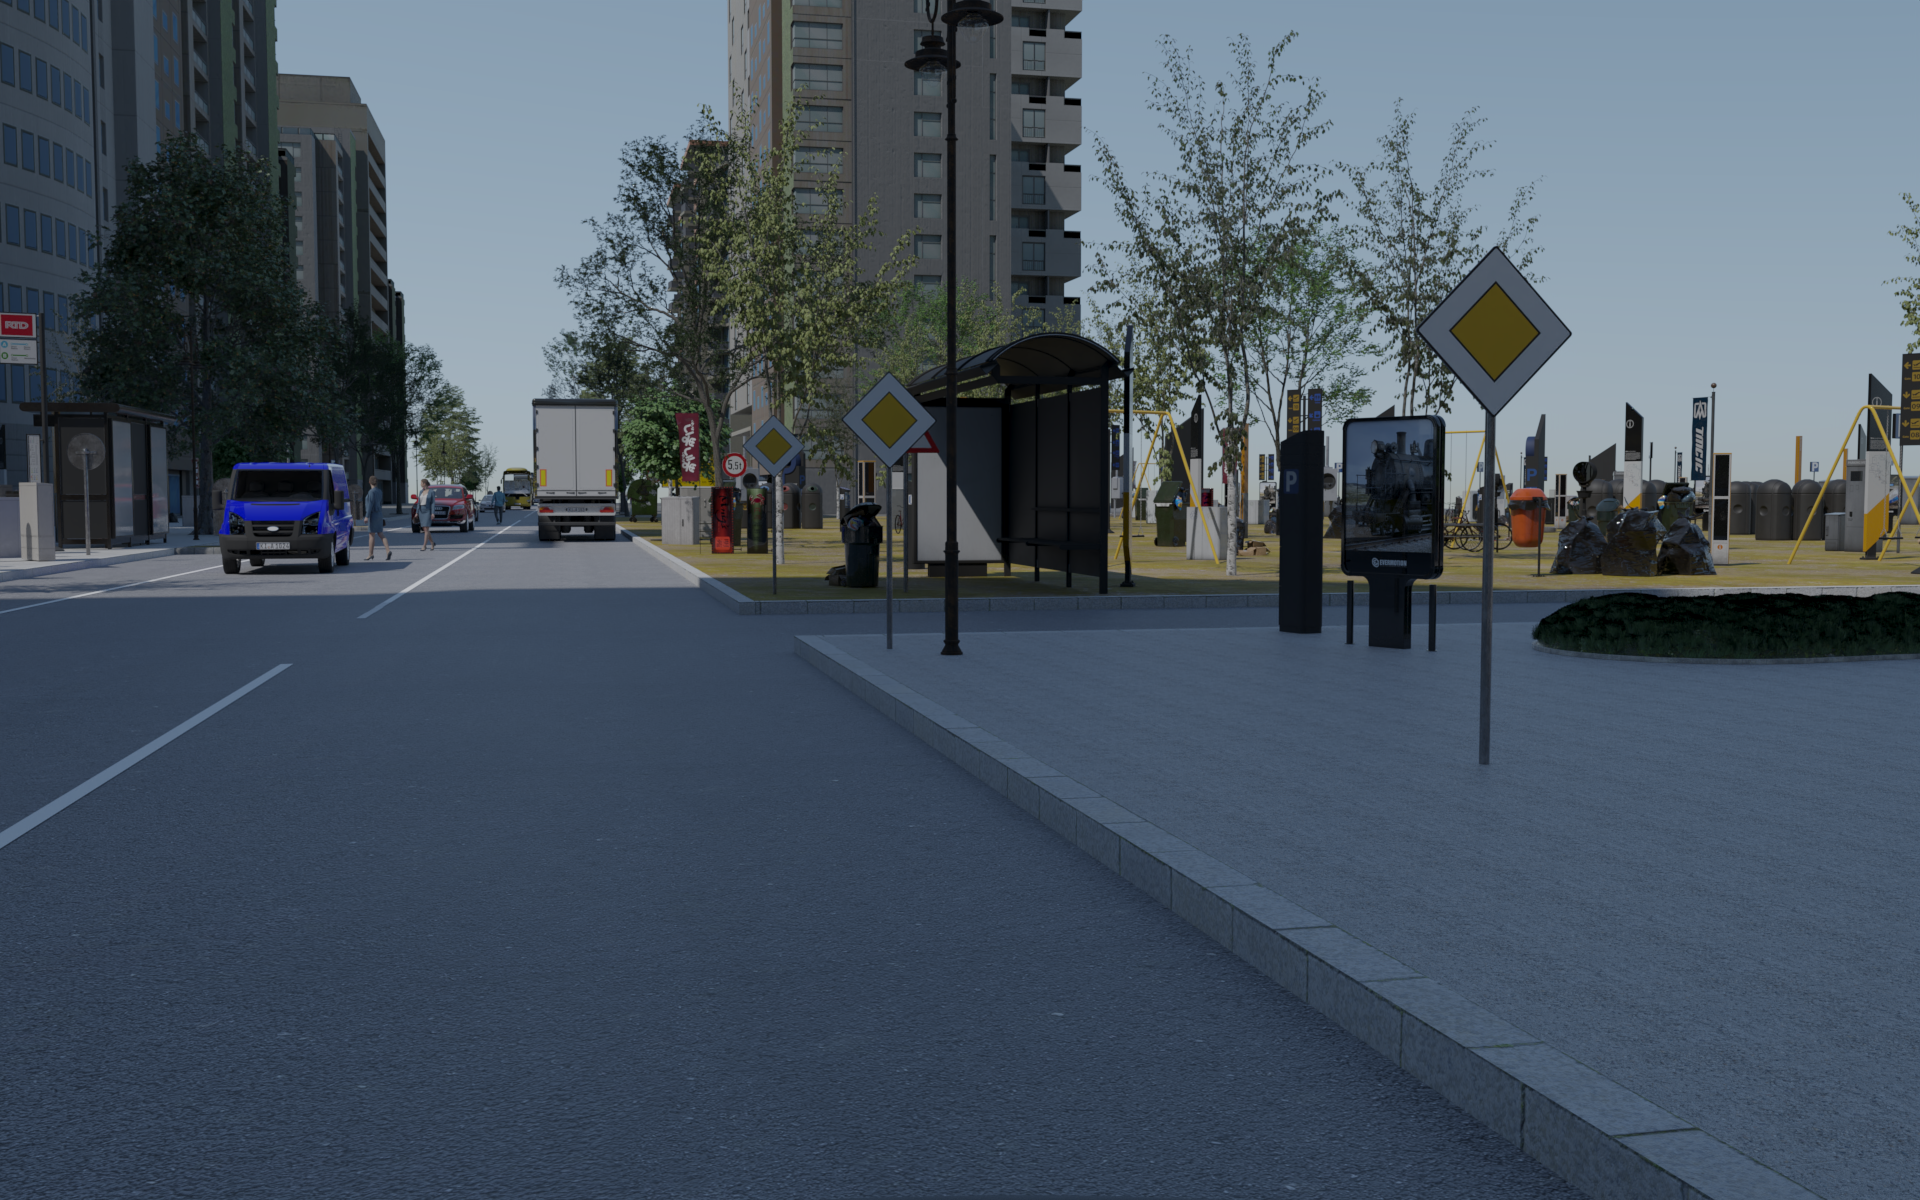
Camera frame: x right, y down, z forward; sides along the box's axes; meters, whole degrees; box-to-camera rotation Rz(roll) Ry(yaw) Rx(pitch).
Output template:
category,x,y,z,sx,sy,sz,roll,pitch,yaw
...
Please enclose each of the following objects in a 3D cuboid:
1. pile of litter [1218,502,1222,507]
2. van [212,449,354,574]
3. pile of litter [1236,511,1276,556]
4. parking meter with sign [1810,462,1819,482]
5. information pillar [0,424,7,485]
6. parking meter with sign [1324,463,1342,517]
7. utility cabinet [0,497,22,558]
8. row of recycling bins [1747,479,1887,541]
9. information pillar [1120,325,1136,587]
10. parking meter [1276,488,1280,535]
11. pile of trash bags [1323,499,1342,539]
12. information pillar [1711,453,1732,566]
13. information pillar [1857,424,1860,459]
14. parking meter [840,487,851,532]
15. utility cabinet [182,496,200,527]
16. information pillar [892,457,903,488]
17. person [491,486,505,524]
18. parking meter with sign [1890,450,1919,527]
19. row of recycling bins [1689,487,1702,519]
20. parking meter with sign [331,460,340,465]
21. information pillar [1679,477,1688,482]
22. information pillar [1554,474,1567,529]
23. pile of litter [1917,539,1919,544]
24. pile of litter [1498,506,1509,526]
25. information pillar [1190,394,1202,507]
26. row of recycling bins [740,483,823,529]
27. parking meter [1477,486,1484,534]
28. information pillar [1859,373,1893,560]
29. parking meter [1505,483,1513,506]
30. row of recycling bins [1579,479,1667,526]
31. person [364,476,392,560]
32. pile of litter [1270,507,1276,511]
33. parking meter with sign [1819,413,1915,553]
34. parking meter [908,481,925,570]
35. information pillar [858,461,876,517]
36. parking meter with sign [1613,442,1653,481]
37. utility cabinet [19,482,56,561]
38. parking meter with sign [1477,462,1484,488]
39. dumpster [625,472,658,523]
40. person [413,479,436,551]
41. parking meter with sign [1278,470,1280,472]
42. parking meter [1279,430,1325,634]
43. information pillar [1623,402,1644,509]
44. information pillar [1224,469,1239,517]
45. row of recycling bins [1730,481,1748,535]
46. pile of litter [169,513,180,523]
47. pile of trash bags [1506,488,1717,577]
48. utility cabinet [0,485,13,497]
category,x,y,z,sx,sy,sz,roll,pitch,yaw
pile of litter,14.273,-5.070,96.860,1.719,0.858,1.176,3,5,41
van,-12.762,-1.748,32.962,2.240,2.365,5.245,-1,4,-15
pile of litter,6.049,-1.379,36.512,1.176,0.858,1.719,3,5,44
parking meter with sign,46.310,-5.893,92.615,0.543,3.016,1.738,-1,4,-19
information pillar,-32.234,-4.095,58.311,0.504,3.616,0.183,3,4,38
parking meter with sign,20.710,-6.143,96.694,0.543,3.016,1.738,-1,4,-19
utility cabinet,-19.305,-1.435,34.624,0.306,1.237,1.020,2,4,34
row of recycling bins,23.840,-2.492,47.853,3.534,1.692,1.069,0,4,-2
information pillar,2.313,-1.987,23.836,0.183,3.616,0.504,1,4,11
parking meter,10.001,-2.772,53.734,0.372,1.533,0.369,0,3,0
pile of trash bags,11.806,-2.399,48.973,1.912,1.369,3.447,-1,4,-20
information pillar,13.603,-1.619,30.958,0.304,2.012,0.304,1,4,23
information pillar,30.108,-4.070,57.896,0.504,3.616,0.183,-3,5,-40
parking meter,-3.901,-3.082,58.794,0.372,1.533,0.369,0,3,0
utility cabinet,-30.290,-3.518,68.678,1.020,1.237,0.306,-2,4,-23
information pillar,-2.340,-4.555,65.822,0.504,3.616,0.183,-1,4,-10
person,-21.795,-4.483,81.808,0.660,1.820,0.620,-3,4,-37
parking meter with sign,39.675,-4.647,72.239,1.738,3.016,0.543,3,5,44
row of recycling bins,38.394,-5.028,89.317,3.534,1.692,1.069,-2,4,-25
parking meter with sign,-32.392,-5.643,88.523,1.738,3.016,0.543,3,5,40
information pillar,31.285,-4.309,74.951,0.304,2.012,0.304,3,4,36
information pillar,21.848,-3.578,62.991,0.304,2.012,0.304,-1,4,-10
pile of litter,24.925,-1.829,43.876,1.176,0.858,1.719,2,4,24
pile of litter,22.157,-3.371,69.080,1.719,0.858,1.176,-1,4,-16
information pillar,5.569,-3.029,40.877,0.183,3.616,0.504,-1,4,-14
row of recycling bins,-6.746,-3.483,64.064,3.534,1.692,1.069,1,4,14
parking meter,18.140,-3.161,60.092,0.372,1.533,0.369,0,3,0
information pillar,17.838,-2.589,33.681,0.504,3.616,0.183,-1,4,-9
parking meter,28.525,-5.154,89.978,0.255,1.863,0.399,3,5,43
row of recycling bins,18.538,-2.505,48.075,3.534,1.692,1.069,-2,4,-34
person,-12.577,-1.762,37.329,0.654,1.822,0.581,2,4,27
pile of litter,10.491,-2.586,56.248,1.176,0.858,1.719,3,5,42
parking meter with sign,19.986,-2.566,38.223,0.543,3.016,1.738,-2,4,-26
parking meter,-0.783,-1.295,29.579,0.372,1.533,0.369,0,3,0
information pillar,-2.057,-2.068,38.311,0.304,2.012,0.304,-2,4,-27
parking meter with sign,22.327,-3.792,58.266,1.738,3.016,0.543,1,4,18
utility cabinet,-17.724,-1.505,33.285,0.318,1.500,1.173,-3,5,-42
parking meter with sign,28.766,-5.938,93.355,0.543,3.016,1.738,-3,5,-43
dumpster,-14.337,-4.640,78.356,1.502,2.255,1.985,-1,4,-13
person,-13.434,-2.153,43.718,0.581,1.822,0.654,2,4,34
parking meter with sign,17.785,-5.921,93.075,0.543,3.016,1.738,3,5,44
parking meter,3.157,-0.632,16.043,0.255,1.863,0.399,-2,4,-26
information pillar,17.074,-3.217,43.955,0.183,3.616,0.504,-3,4,-37
information pillar,8.015,-2.855,51.179,0.304,2.012,0.304,-3,5,-42
row of recycling bins,25.307,-2.968,55.634,1.069,1.692,3.534,3,4,37
pile of litter,-35.729,-3.879,77.383,1.719,0.858,1.176,-3,5,-41
pile of trash bags,10.177,-1.088,27.543,3.447,1.369,1.912,-1,4,-22
utility cabinet,-22.668,-1.950,40.564,0.318,1.500,1.173,0,4,3
